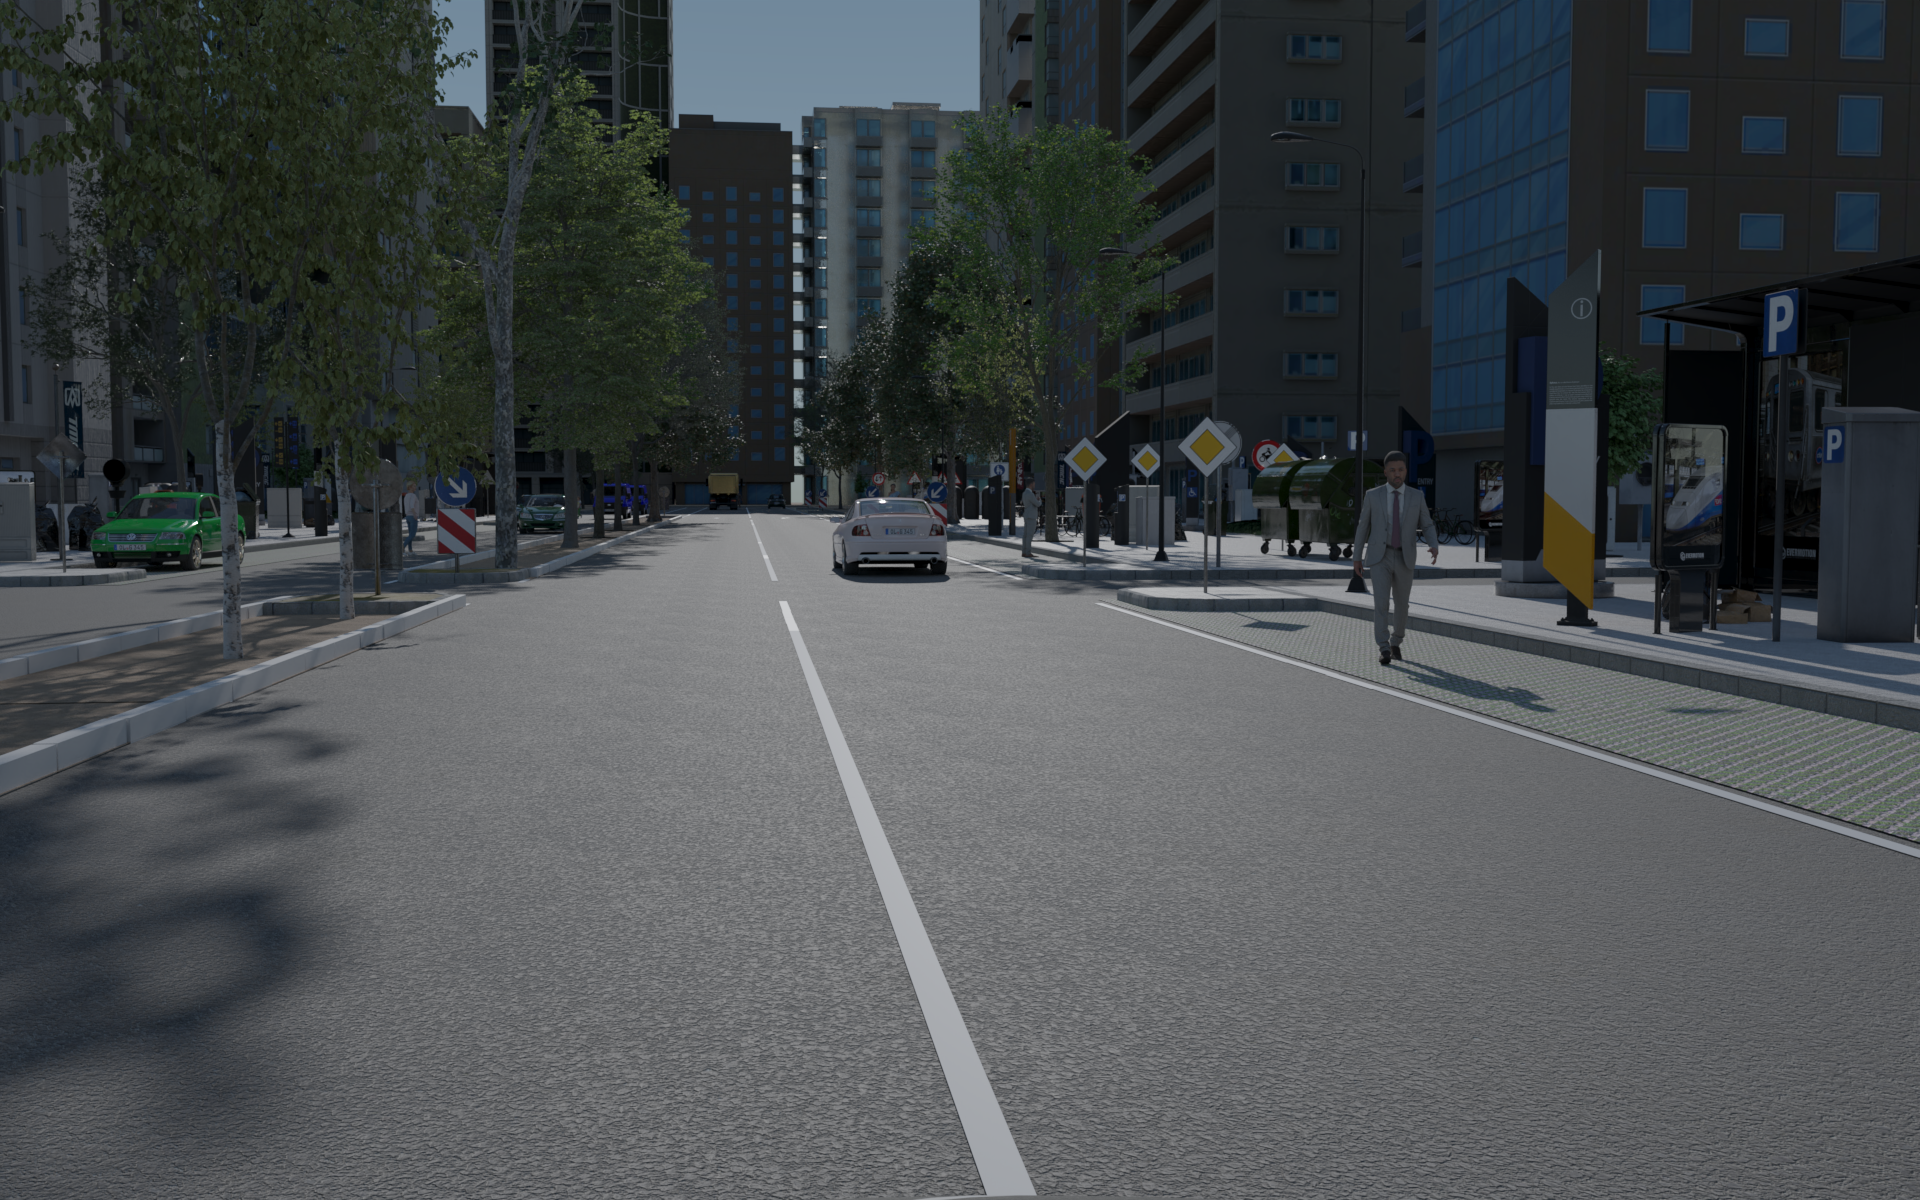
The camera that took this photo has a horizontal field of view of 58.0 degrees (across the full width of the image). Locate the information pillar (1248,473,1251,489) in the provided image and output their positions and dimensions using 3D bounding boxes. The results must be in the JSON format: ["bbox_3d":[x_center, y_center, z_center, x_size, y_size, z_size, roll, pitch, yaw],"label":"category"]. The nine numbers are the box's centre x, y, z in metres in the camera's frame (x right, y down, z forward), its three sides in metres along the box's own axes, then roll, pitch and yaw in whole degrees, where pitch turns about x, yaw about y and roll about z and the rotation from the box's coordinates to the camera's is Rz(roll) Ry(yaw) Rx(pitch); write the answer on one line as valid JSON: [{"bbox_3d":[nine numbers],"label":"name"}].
[{"bbox_3d":[10.064,-3.472,61.263,0.304,2.012,0.304,-3,5,-42],"label":"information pillar"}]

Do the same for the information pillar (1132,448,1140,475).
[{"bbox_3d":[8.928,-5.903,87.865,0.504,3.616,0.183,-2,4,-33],"label":"information pillar"}]

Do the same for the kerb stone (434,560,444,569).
[{"bbox_3d":[-9.741,-0.603,32.055,0.120,0.150,1.000,0,4,-7],"label":"kerb stone"}]

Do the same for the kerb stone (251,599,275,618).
[{"bbox_3d":[-8.251,0.116,20.293,0.120,0.150,1.000,0,4,-7],"label":"kerb stone"}]

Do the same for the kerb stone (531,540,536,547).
[{"bbox_3d":[-11.539,-1.475,46.309,0.120,0.150,1.000,0,4,-7],"label":"kerb stone"}]

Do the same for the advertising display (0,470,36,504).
[{"bbox_3d":[-25.466,-2.539,46.720,0.974,1.923,0.123,-2,4,-34],"label":"advertising display"}]

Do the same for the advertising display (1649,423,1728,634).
[{"bbox_3d":[6.754,-0.663,16.058,0.974,1.923,0.123,-2,4,-33],"label":"advertising display"}]

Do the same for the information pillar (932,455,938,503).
[{"bbox_3d":[-1.190,-5.509,81.425,0.183,3.616,0.504,2,4,24],"label":"information pillar"}]

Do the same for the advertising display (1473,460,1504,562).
[{"bbox_3d":[10.104,-1.685,32.769,0.974,1.923,0.123,-2,4,-31],"label":"advertising display"}]

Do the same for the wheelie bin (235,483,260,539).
[{"bbox_3d":[-20.284,-2.526,49.201,0.693,1.594,0.980,-1,4,-13],"label":"wheelie bin"}]

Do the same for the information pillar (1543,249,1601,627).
[{"bbox_3d":[5.953,-1.558,16.828,0.504,3.616,0.183,3,4,38],"label":"information pillar"}]

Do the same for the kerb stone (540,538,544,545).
[{"bbox_3d":[-11.795,-1.596,48.342,0.120,0.150,1.000,0,4,-7],"label":"kerb stone"}]

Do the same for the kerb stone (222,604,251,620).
[{"bbox_3d":[-8.129,0.178,19.278,0.120,0.150,1.000,0,4,-7],"label":"kerb stone"}]

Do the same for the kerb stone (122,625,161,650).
[{"bbox_3d":[-7.740,0.373,16.218,0.120,0.150,1.000,0,4,-7],"label":"kerb stone"}]

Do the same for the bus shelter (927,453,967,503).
[{"bbox_3d":[-0.763,-6.752,101.685,1.731,3.624,6.357,0,4,-7],"label":"bus shelter"}]

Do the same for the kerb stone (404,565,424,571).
[{"bbox_3d":[-9.480,-0.476,30.002,0.120,0.150,1.000,0,4,-7],"label":"kerb stone"}]

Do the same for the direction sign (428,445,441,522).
[{"bbox_3d":[-23.993,-5.350,79.469,0.379,3.537,0.876,3,5,43],"label":"direction sign"}]

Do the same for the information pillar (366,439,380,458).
[{"bbox_3d":[-20.892,-4.298,61.626,0.504,3.616,0.183,0,4,-2],"label":"information pillar"}]

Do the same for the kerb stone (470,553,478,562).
[{"bbox_3d":[-10.256,-0.853,36.135,0.120,0.150,1.000,0,4,-7],"label":"kerb stone"}]

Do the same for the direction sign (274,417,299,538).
[{"bbox_3d":[-19.794,-3.606,50.956,0.876,3.537,0.379,1,4,22],"label":"direction sign"}]

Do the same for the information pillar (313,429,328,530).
[{"bbox_3d":[-23.124,-4.346,62.409,0.183,3.616,0.504,0,4,6],"label":"information pillar"}]

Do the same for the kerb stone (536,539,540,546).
[{"bbox_3d":[-11.674,-1.536,47.325,0.120,0.150,1.000,0,4,-7],"label":"kerb stone"}]

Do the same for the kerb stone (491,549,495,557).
[{"bbox_3d":[-10.636,-1.035,39.183,0.120,0.150,1.000,0,4,-7],"label":"kerb stone"}]

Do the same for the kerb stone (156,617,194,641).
[{"bbox_3d":[-7.869,0.303,17.243,0.120,0.150,1.000,0,4,-7],"label":"kerb stone"}]

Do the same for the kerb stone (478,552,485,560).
[{"bbox_3d":[-10.384,-0.911,37.149,0.120,0.150,1.000,0,4,-7],"label":"kerb stone"}]

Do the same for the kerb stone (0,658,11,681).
[{"bbox_3d":[-7.362,0.561,13.172,0.120,0.150,1.000,0,4,-7],"label":"kerb stone"}]

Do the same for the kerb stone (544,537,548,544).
[{"bbox_3d":[-11.920,-1.662,49.365,0.120,0.150,1.000,0,4,-7],"label":"kerb stone"}]

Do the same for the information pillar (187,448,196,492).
[{"bbox_3d":[-38.946,-5.897,87.767,0.504,3.616,0.183,2,4,28],"label":"information pillar"}]

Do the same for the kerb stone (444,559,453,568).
[{"bbox_3d":[-9.876,-0.665,33.069,0.120,0.150,1.000,0,4,-7],"label":"kerb stone"}]

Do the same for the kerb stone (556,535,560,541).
[{"bbox_3d":[-12.310,-1.848,52.422,0.120,0.150,1.000,0,4,-7],"label":"kerb stone"}]

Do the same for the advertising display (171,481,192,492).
[{"bbox_3d":[-38.700,-4.949,86.126,0.974,1.923,0.123,0,4,-4],"label":"advertising display"}]

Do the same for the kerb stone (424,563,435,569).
[{"bbox_3d":[-9.612,-0.538,31.030,0.120,0.150,1.000,0,4,-7],"label":"kerb stone"}]

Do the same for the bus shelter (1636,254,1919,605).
[{"bbox_3d":[9.962,-1.727,19.514,1.731,3.624,6.357,0,4,-7],"label":"bus shelter"}]

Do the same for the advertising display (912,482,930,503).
[{"bbox_3d":[-2.054,-5.287,91.655,0.974,1.923,0.123,-2,4,-23],"label":"advertising display"}]

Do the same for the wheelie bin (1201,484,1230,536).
[{"bbox_3d":[7.901,-2.791,53.540,0.693,1.594,0.980,-2,4,-27],"label":"wheelie bin"}]

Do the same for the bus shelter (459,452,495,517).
[{"bbox_3d":[-27.501,-6.639,99.825,1.731,3.624,6.357,0,4,-7],"label":"bus shelter"}]

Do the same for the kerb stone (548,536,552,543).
[{"bbox_3d":[-12.056,-1.724,50.381,0.120,0.150,1.000,0,4,-7],"label":"kerb stone"}]

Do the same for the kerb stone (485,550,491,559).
[{"bbox_3d":[-10.520,-0.975,38.167,0.120,0.150,1.000,0,4,-7],"label":"kerb stone"}]

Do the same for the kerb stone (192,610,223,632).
[{"bbox_3d":[-8.004,0.241,18.259,0.120,0.150,1.000,0,4,-7],"label":"kerb stone"}]

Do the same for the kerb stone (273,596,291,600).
[{"bbox_3d":[-8.386,0.054,21.306,0.120,0.150,1.000,0,4,-7],"label":"kerb stone"}]

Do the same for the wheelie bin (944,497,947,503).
[{"bbox_3d":[-0.593,-5.091,91.139,0.980,1.594,0.693,-1,4,-16],"label":"wheelie bin"}]

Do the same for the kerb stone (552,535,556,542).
[{"bbox_3d":[-12.184,-1.785,51.400,0.120,0.150,1.000,0,4,-7],"label":"kerb stone"}]

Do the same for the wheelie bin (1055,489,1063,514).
[{"bbox_3d":[5.924,-5.929,104.840,0.693,1.594,0.980,2,4,26],"label":"wheelie bin"}]

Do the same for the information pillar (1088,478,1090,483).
[{"bbox_3d":[6.094,-4.630,80.186,0.304,2.012,0.304,0,4,7],"label":"information pillar"}]

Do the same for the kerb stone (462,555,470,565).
[{"bbox_3d":[-10.126,-0.787,35.114,0.120,0.150,1.000,0,4,-7],"label":"kerb stone"}]

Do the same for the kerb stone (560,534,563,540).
[{"bbox_3d":[-12.445,-1.911,53.435,0.120,0.150,1.000,0,4,-7],"label":"kerb stone"}]

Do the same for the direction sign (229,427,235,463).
[{"bbox_3d":[-24.611,-4.068,58.507,0.379,3.537,0.876,-3,4,-36],"label":"direction sign"}]

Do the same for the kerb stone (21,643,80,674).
[{"bbox_3d":[-7.485,0.490,14.186,0.120,0.150,1.000,0,4,-7],"label":"kerb stone"}]

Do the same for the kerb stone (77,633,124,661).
[{"bbox_3d":[-7.606,0.430,15.202,0.120,0.150,1.000,0,4,-7],"label":"kerb stone"}]

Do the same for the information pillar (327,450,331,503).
[{"bbox_3d":[-33.755,-6.186,92.500,0.183,3.616,0.504,1,4,9],"label":"information pillar"}]

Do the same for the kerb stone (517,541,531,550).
[{"bbox_3d":[-11.417,-1.413,45.294,0.120,0.150,1.000,0,4,-7],"label":"kerb stone"}]

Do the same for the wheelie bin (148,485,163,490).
[{"bbox_3d":[-28.624,-3.279,61.518,0.693,1.594,0.980,1,4,12],"label":"wheelie bin"}]

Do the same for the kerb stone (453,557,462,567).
[{"bbox_3d":[-9.997,-0.724,34.088,0.120,0.150,1.000,0,4,-7],"label":"kerb stone"}]
